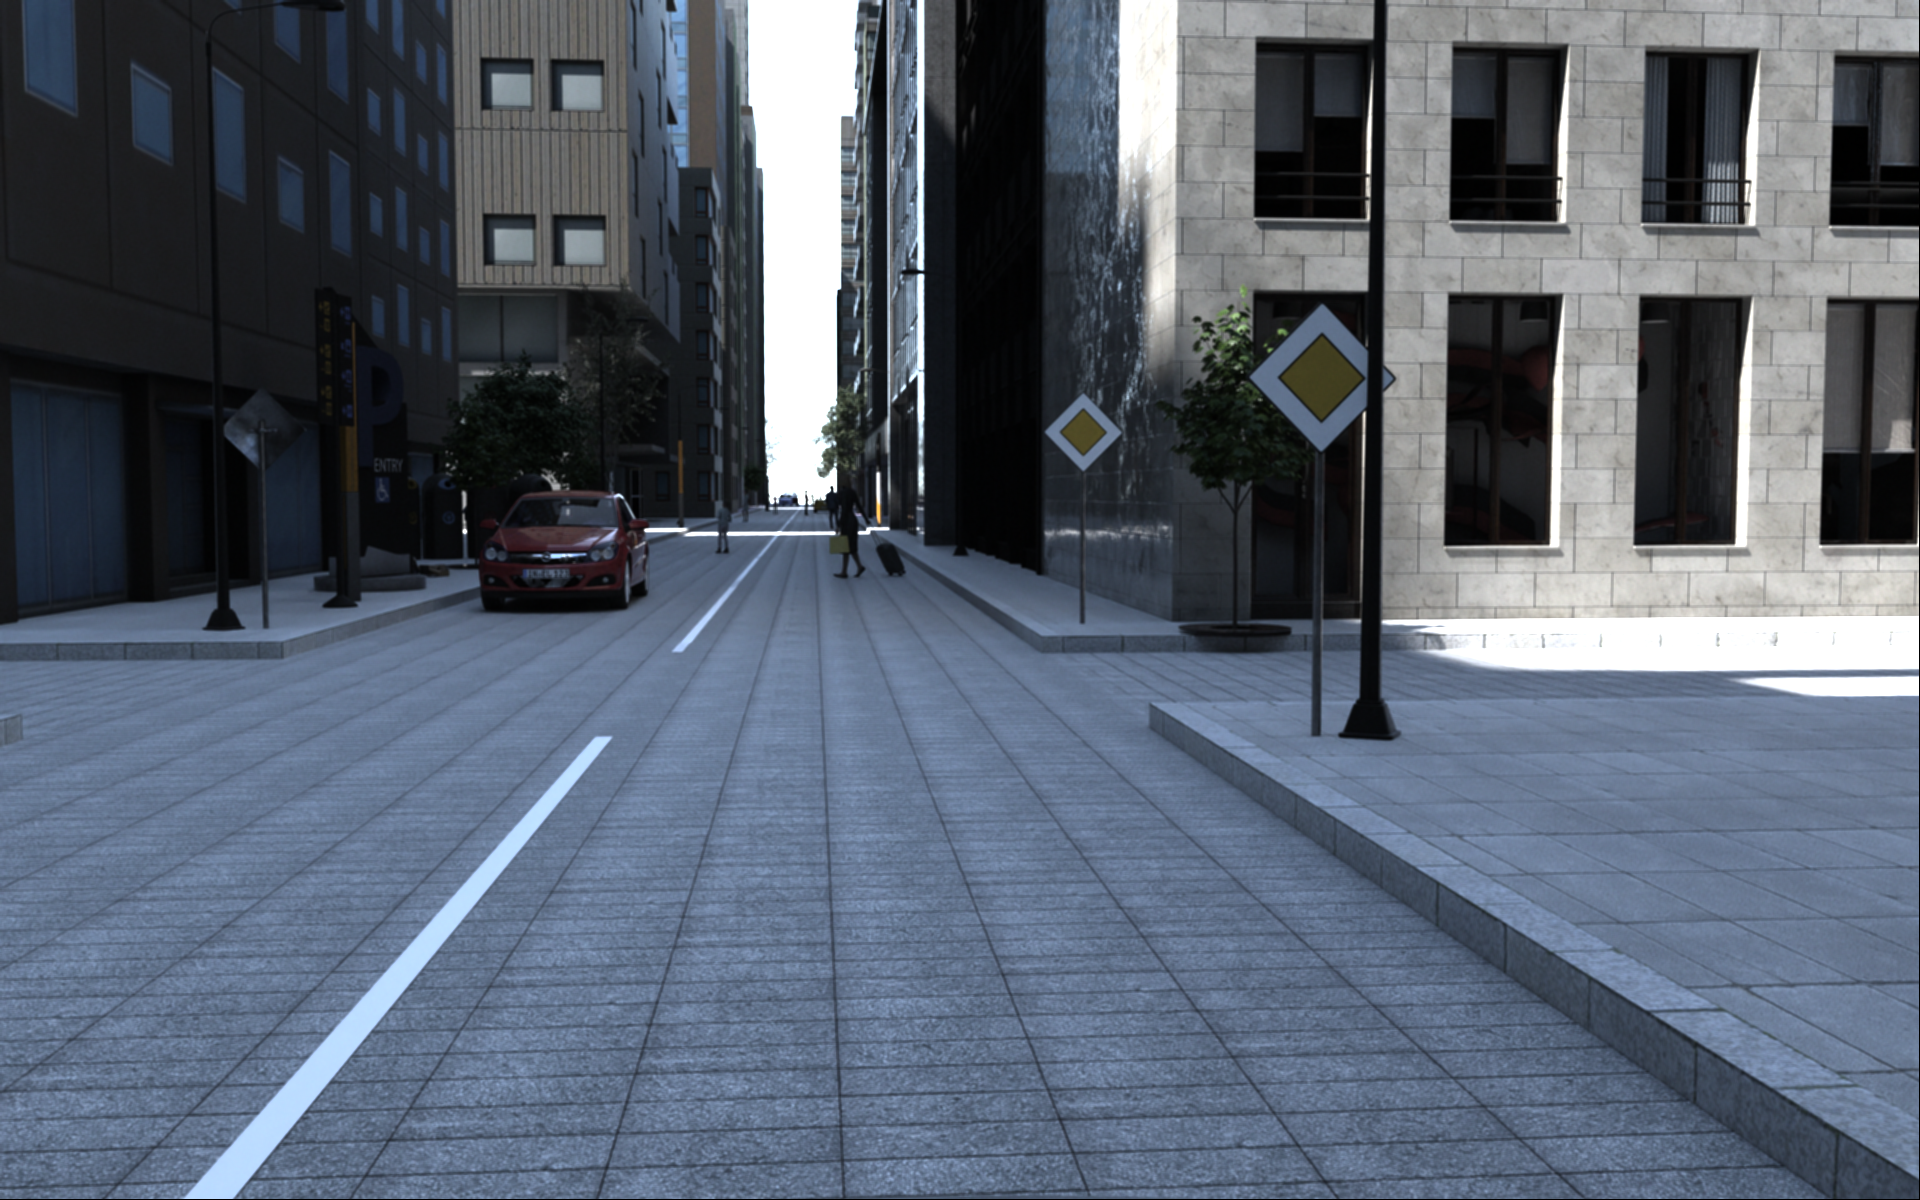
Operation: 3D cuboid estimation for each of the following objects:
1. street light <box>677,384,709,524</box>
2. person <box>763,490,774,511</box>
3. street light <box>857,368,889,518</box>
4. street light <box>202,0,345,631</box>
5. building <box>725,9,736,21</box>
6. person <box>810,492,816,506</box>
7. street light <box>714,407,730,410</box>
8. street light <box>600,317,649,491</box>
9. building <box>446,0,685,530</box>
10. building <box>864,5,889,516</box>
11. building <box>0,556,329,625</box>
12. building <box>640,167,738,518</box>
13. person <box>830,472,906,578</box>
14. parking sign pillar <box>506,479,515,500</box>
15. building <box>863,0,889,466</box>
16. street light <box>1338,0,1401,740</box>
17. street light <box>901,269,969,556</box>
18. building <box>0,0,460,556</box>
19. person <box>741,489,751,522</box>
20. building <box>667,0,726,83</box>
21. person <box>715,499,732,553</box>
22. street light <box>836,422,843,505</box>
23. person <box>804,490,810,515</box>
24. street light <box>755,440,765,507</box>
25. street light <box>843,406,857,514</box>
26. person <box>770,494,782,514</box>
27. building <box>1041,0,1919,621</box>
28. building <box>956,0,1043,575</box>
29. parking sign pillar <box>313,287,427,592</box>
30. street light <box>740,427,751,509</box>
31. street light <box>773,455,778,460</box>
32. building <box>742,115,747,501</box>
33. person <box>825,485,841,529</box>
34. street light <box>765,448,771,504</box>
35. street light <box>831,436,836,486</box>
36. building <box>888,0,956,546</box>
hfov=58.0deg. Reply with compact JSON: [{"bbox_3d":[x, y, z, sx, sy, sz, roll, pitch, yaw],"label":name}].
[{"bbox_3d":[-11.311,-6.163,73.303,1.470,5.913,1.316,0,4,-5],"label":"street light"},{"bbox_3d":[-16.157,-8.369,145.420,1.350,1.814,0.705,3,5,42],"label":"person"},{"bbox_3d":[-2.974,-5.600,64.104,1.470,5.913,1.316,0,4,-5],"label":"street light"},{"bbox_3d":[-6.436,-2.675,16.273,1.470,5.913,1.316,0,4,-5],"label":"street light"},{"bbox_3d":[-25.434,-27.986,141.158,14.154,41.232,14.086,0,4,-5],"label":"building"},{"bbox_3d":[-17.126,-11.775,201.837,0.721,1.723,1.217,-3,4,-37],"label":"person"},{"bbox_3d":[-13.015,-7.355,92.796,1.470,5.913,1.316,0,4,-5],"label":"street light"},{"bbox_3d":[-8.883,-4.470,45.624,1.470,5.913,1.316,0,4,-5],"label":"street light"},{"bbox_3d":[-26.188,-29.540,72.214,28.713,52.752,27.495,0,4,-5],"label":"building"},{"bbox_3d":[1.046,-20.518,107.172,14.160,30.474,14.107,0,4,-5],"label":"building"},{"bbox_3d":[-16.448,-22.690,21.089,14.600,45.320,14.200,0,4,-5],"label":"building"},{"bbox_3d":[-28.115,-15.914,105.230,27.650,21.520,28.899,0,4,-5],"label":"building"},{"bbox_3d":[-1.614,-1.295,29.892,1.509,1.804,0.699,-2,4,-32],"label":"person"},{"bbox_3d":[-15.498,-4.227,57.584,1.447,3.967,1.447,0,4,6],"label":"parking sign pillar"},{"bbox_3d":[3.250,-15.816,77.657,14.314,24.678,30.058,0,4,-5],"label":"building"},{"bbox_3d":[1.635,-2.228,8.972,1.470,5.913,1.316,0,4,-5],"label":"street light"},{"bbox_3d":[-0.523,-3.874,35.886,1.470,5.913,1.316,0,4,-5],"label":"street light"},{"bbox_3d":[-21.506,-24.087,43.941,14.600,45.320,14.200,0,4,-5],"label":"building"},{"bbox_3d":[-11.018,-4.868,89.102,0.522,1.701,0.512,-1,4,-10],"label":"person"},{"bbox_3d":[-24.325,-29.132,126.413,14.600,45.320,14.200,0,4,-5],"label":"building"},{"bbox_3d":[-5.754,-1.787,41.996,0.394,1.301,0.425,2,4,35],"label":"person"},{"bbox_3d":[-7.083,-8.507,111.631,1.470,5.913,1.316,0,4,-5],"label":"street light"},{"bbox_3d":[-10.242,-6.554,116.360,0.721,1.736,1.217,0,4,7],"label":"person"},{"bbox_3d":[-17.650,-10.747,148.249,1.470,5.913,1.316,0,4,-5],"label":"street light"},{"bbox_3d":[-5.306,-7.290,91.740,1.470,5.913,1.316,0,4,-5],"label":"street light"},{"bbox_3d":[-13.137,-6.834,123.458,0.991,1.433,0.599,-2,4,-34],"label":"person"},{"bbox_3d":[10.071,-10.270,22.663,16.860,20.320,10.420,0,4,-5],"label":"building"},{"bbox_3d":[6.689,-12.560,35.036,12.332,23.373,15.834,0,4,-5],"label":"building"},{"bbox_3d":[-7.948,-2.127,23.249,1.447,3.967,1.447,1,4,14],"label":"parking sign pillar"},{"bbox_3d":[-15.376,-9.056,120.607,1.470,5.913,1.316,0,4,-5],"label":"street light"},{"bbox_3d":[-22.483,-14.124,203.473,1.470,5.913,1.316,0,4,-5],"label":"street light"},{"bbox_3d":[-26.841,-28.841,155.149,14.154,41.232,14.086,0,4,-5],"label":"building"},{"bbox_3d":[-5.261,-3.867,71.911,0.721,1.800,0.419,1,4,18],"label":"person"},{"bbox_3d":[-20.054,-12.431,175.784,1.470,5.913,1.316,0,4,-5],"label":"street light"},{"bbox_3d":[-9.478,-10.221,139.647,1.470,5.913,1.316,0,4,-5],"label":"street light"},{"bbox_3d":[4.248,-14.353,52.700,12.078,24.808,19.932,0,4,-5],"label":"building"}]
